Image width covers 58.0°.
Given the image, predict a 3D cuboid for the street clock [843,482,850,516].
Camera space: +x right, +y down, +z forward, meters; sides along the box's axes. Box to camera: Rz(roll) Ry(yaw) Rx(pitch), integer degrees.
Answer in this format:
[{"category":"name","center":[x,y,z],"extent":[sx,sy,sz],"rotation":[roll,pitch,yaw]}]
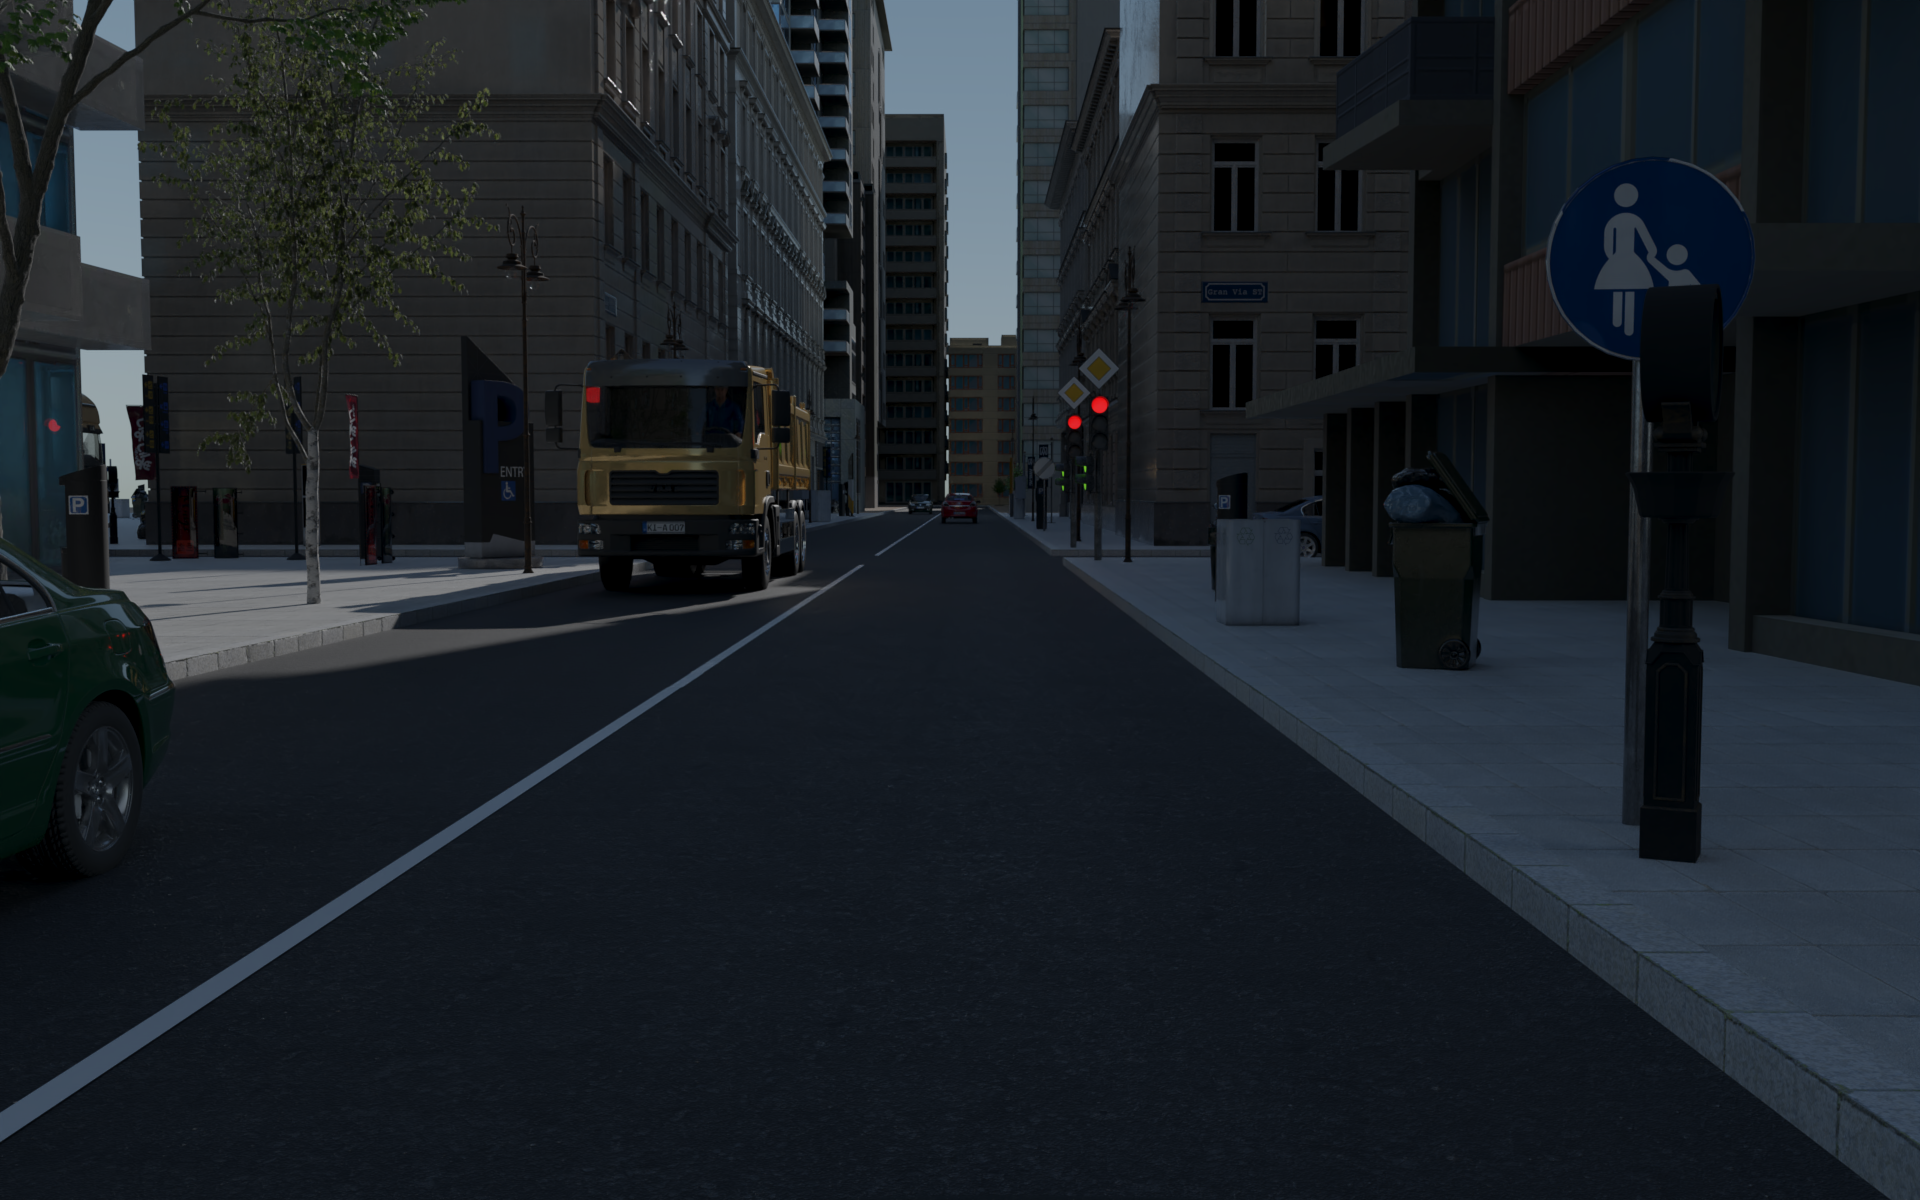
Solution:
[{"category":"street clock","center":[-6.508,-5.852,100.247],"extent":[0.471,2.002,0.358],"rotation":[-2,4,-34]}]

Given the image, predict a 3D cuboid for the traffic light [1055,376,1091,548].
[{"category":"traffic light","center":[2.701,-3.211,41.418],"extent":[0.839,4.253,0.868],"rotation":[0,4,0]}]

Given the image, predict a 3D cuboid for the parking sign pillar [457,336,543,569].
[{"category":"parking sign pillar","center":[-8.010,-2.545,30.091],"extent":[1.447,3.967,1.447],"rotation":[2,4,30]}]

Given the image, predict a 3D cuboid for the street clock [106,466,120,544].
[{"category":"street clock","center":[-21.749,-2.440,44.462],"extent":[0.358,2.002,0.471],"rotation":[-2,4,-32]}]

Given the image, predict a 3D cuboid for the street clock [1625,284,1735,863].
[{"category":"street clock","center":[2.516,-0.092,6.076],"extent":[0.358,2.002,0.471],"rotation":[2,4,28]}]

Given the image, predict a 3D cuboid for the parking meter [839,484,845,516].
[{"category":"parking meter","center":[-6.804,-5.750,99.724],"extent":[0.255,1.863,0.399],"rotation":[1,4,20]}]

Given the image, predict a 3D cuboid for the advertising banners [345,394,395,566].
[{"category":"advertising banners","center":[-10.665,-2.148,31.311],"extent":[0.090,3.025,2.074],"rotation":[0,4,3]}]

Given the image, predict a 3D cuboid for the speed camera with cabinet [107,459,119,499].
[{"category":"speed camera with cabinet","center":[-48.176,-6.267,96.801],"extent":[2.038,3.252,0.660],"rotation":[-2,4,-34]}]

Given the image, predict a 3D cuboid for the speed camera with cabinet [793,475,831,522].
[{"category":"speed camera with cabinet","center":[-6.781,-5.205,79.443],"extent":[0.660,3.252,2.038],"rotation":[2,4,35]}]

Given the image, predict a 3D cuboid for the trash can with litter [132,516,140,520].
[{"category":"trash can with litter","center":[-43.041,-4.938,91.786],"extent":[2.233,1.210,1.678],"rotation":[-3,5,-45]}]

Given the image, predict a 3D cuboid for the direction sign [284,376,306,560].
[{"category":"direction sign","center":[-12.938,-2.550,33.686],"extent":[0.379,3.537,0.876],"rotation":[-3,5,-40]}]

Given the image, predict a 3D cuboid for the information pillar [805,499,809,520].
[{"category":"information pillar","center":[-7.712,-5.039,86.883],"extent":[0.304,2.012,0.304],"rotation":[2,4,32]}]

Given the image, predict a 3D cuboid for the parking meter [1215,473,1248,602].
[{"category":"parking meter","center":[3.230,-0.746,20.611],"extent":[0.372,1.533,0.369],"rotation":[0,3,0]}]

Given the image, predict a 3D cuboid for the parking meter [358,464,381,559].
[{"category":"parking meter","center":[-11.649,-1.743,34.211],"extent":[0.399,1.863,0.255],"rotation":[0,4,6]}]

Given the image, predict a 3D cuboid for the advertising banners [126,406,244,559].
[{"category":"advertising banners","center":[-15.329,-2.329,34.266],"extent":[2.074,3.025,0.090],"rotation":[-1,4,-16]}]

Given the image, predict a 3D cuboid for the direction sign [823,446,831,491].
[{"category":"direction sign","center":[-6.350,-5.537,82.525],"extent":[0.379,3.537,0.876],"rotation":[1,4,20]}]

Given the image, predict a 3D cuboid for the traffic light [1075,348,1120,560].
[{"category":"traffic light","center":[2.653,-2.722,33.433],"extent":[0.839,4.253,0.868],"rotation":[0,4,0]}]

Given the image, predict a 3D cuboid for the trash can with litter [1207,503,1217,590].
[{"category":"trash can with litter","center":[3.808,-0.706,22.935],"extent":[1.055,1.170,0.624],"rotation":[1,4,21]}]

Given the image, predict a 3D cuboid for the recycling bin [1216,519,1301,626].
[{"category":"recycling bin","center":[2.953,-0.283,17.187],"extent":[0.722,1.027,0.722],"rotation":[0,4,0]}]

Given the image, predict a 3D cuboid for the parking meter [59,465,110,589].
[{"category":"parking meter","center":[-7.596,-0.405,15.038],"extent":[0.372,1.533,0.369],"rotation":[0,3,0]}]

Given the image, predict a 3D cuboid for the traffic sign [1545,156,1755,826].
[{"category":"traffic sign","center":[2.618,-0.401,6.659],"extent":[0.768,2.556,0.104],"rotation":[0,4,5]}]

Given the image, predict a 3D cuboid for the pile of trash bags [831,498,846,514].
[{"category":"pile of trash bags","center":[-9.021,-6.434,114.950],"extent":[3.447,1.369,1.912],"rotation":[3,5,41]}]

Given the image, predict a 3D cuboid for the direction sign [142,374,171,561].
[{"category":"direction sign","center":[-15.385,-2.521,33.210],"extent":[0.379,3.537,0.876],"rotation":[0,4,4]}]

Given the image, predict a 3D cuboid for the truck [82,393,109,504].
[{"category":"truck","center":[-24.211,-3.010,38.123],"extent":[11.283,4.237,2.839],"rotation":[0,3,0]}]

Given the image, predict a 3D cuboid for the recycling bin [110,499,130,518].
[{"category":"recycling bin","center":[-45.026,-4.910,92.825],"extent":[0.722,1.027,0.722],"rotation":[0,4,7]}]

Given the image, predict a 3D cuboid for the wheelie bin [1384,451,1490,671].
[{"category":"wheelie bin","center":[3.528,-0.302,12.849],"extent":[0.693,1.594,0.980],"rotation":[2,4,24]}]

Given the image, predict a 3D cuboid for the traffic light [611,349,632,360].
[{"category":"traffic light","center":[-6.509,-2.725,33.472],"extent":[0.839,4.253,0.868],"rotation":[0,4,0]}]

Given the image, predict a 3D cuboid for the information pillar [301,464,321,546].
[{"category":"information pillar","center":[-15.937,-2.326,42.529],"extent":[0.304,2.012,0.304],"rotation":[3,5,40]}]

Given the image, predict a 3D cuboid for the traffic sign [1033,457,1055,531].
[{"category":"traffic sign","center":[2.920,-3.657,59.900],"extent":[0.768,2.556,0.104],"rotation":[0,4,4]}]

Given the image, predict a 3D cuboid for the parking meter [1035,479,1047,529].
[{"category":"parking meter","center":[2.962,-3.516,63.199],"extent":[0.399,1.863,0.255],"rotation":[1,4,15]}]

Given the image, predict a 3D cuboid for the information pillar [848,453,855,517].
[{"category":"information pillar","center":[-6.211,-6.564,98.673],"extent":[0.183,3.616,0.504],"rotation":[-2,4,-32]}]

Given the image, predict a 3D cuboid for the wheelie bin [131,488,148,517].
[{"category":"wheelie bin","center":[-44.941,-5.324,94.956],"extent":[0.693,1.594,0.980],"rotation":[0,4,7]}]

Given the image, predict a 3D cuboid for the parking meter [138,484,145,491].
[{"category":"parking meter","center":[-47.174,-5.754,99.791],"extent":[0.399,1.863,0.255],"rotation":[-1,4,-21]}]

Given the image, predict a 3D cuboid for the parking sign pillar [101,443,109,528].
[{"category":"parking sign pillar","center":[-33.104,-4.754,66.200],"extent":[1.447,3.967,1.447],"rotation":[3,5,45]}]

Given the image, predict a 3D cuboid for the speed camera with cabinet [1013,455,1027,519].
[{"category":"speed camera with cabinet","center":[3.047,-5.794,89.060],"extent":[0.660,3.252,2.038],"rotation":[0,4,-2]}]

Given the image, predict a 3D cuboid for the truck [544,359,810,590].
[{"category":"truck","center":[-4.113,-1.966,28.075],"extent":[3.469,3.379,9.791],"rotation":[0,3,0]}]
